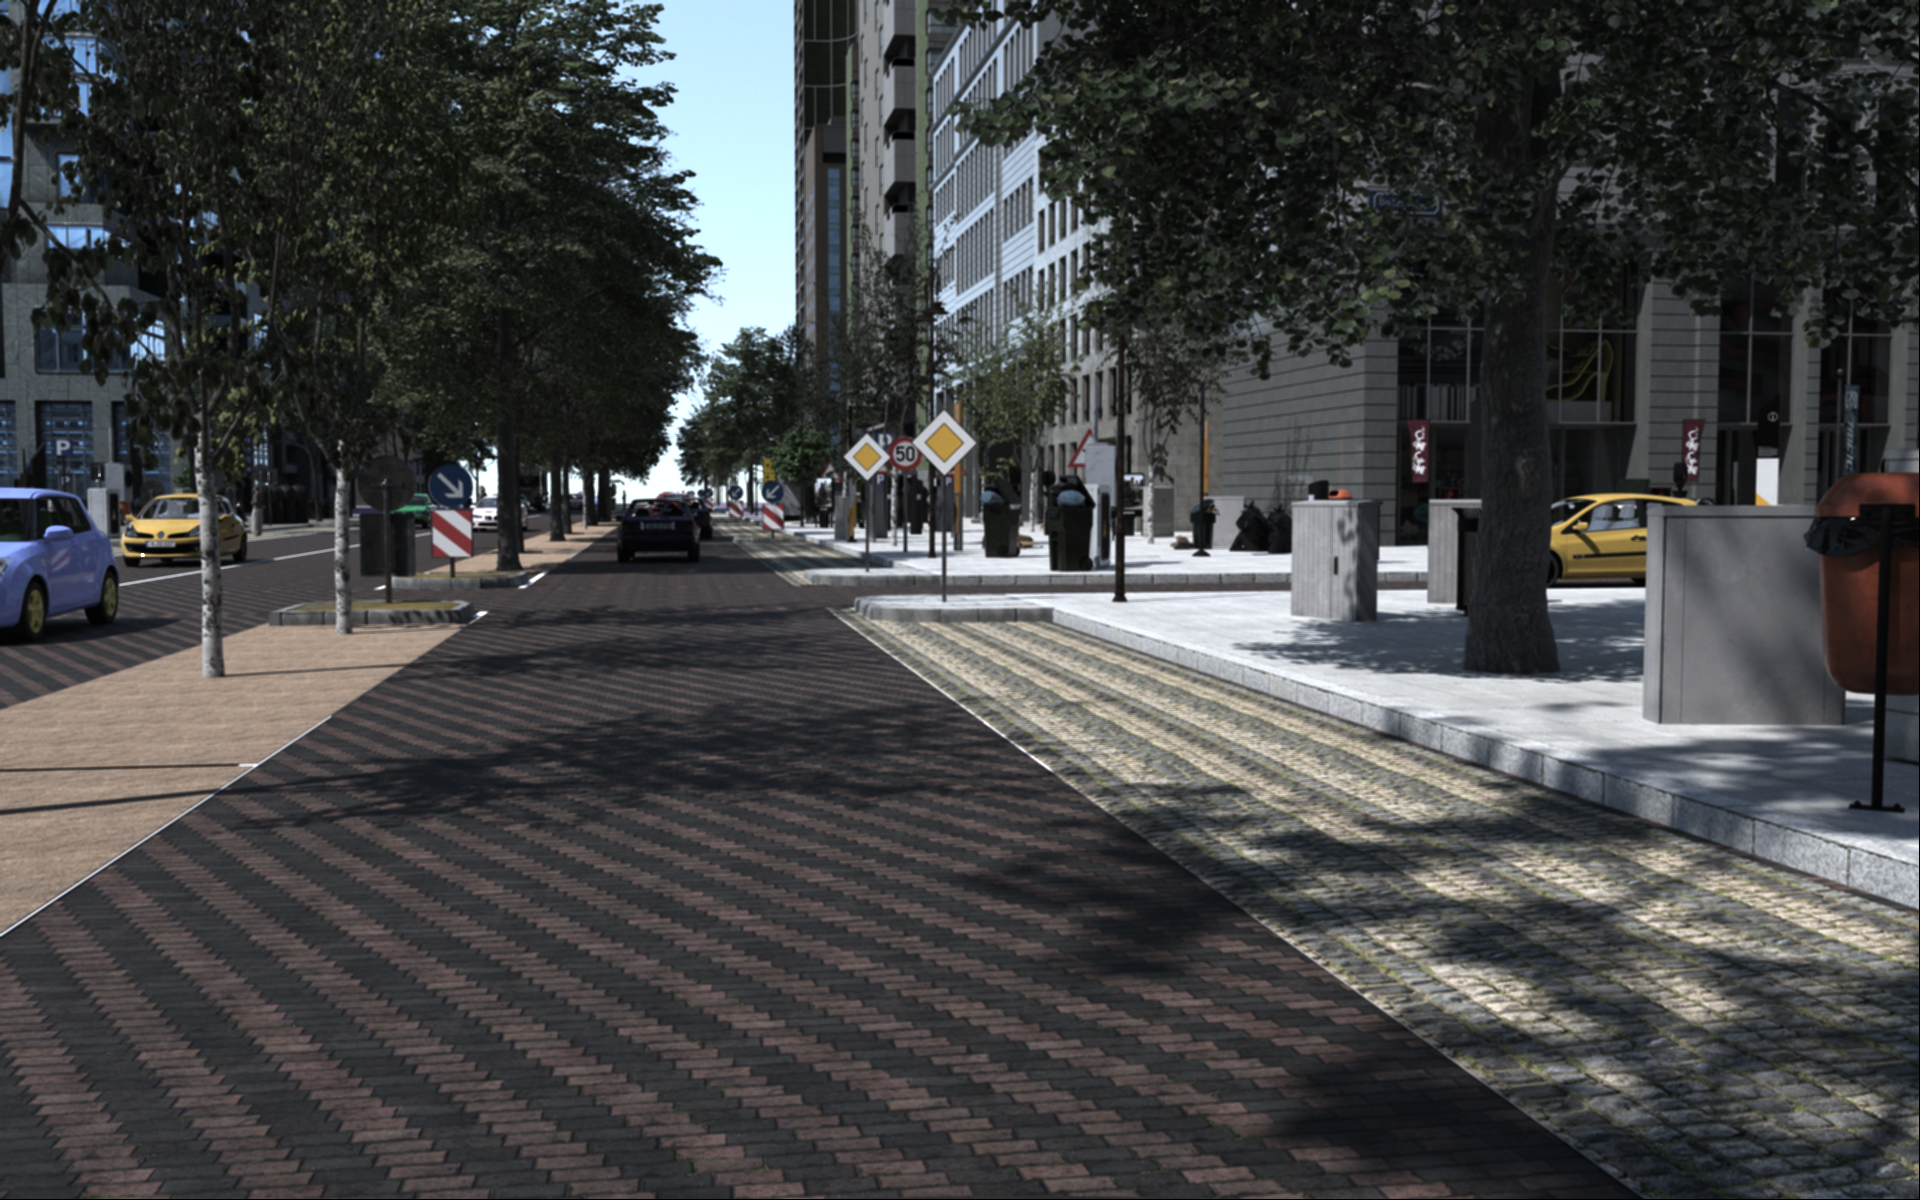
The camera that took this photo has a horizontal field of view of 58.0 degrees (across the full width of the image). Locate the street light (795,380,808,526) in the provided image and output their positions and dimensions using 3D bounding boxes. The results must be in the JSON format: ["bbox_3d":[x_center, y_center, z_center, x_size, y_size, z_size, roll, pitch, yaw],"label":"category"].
[{"bbox_3d":[-6.266,-5.858,68.563,0.468,5.910,1.993,-1,4,-10],"label":"street light"}]

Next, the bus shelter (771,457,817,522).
[{"bbox_3d":[-7.558,-5.249,79.739,2.014,3.302,5.546,-1,4,-9],"label":"bus shelter"}]

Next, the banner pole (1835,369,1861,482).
[{"bbox_3d":[17.795,-2.741,34.838,0.863,3.779,0.401,-2,4,-29],"label":"banner pole"}]

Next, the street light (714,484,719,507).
[{"bbox_3d":[-27.098,-13.381,191.563,0.468,5.910,1.993,-1,4,-10],"label":"street light"}]

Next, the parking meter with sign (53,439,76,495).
[{"bbox_3d":[-28.686,-3.636,55.701,0.543,3.016,1.738,-1,4,-20],"label":"parking meter with sign"}]

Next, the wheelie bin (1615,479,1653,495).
[{"bbox_3d":[13.941,-1.713,35.920,0.980,1.594,0.693,3,5,43],"label":"wheelie bin"}]

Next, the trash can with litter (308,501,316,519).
[{"bbox_3d":[-32.958,-4.657,87.526,1.055,1.170,0.624,-3,5,-42],"label":"trash can with litter"}]

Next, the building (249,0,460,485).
[{"bbox_3d":[-78.548,-56.153,230.780,22.319,86.520,31.000,-1,4,-10],"label":"building"}]

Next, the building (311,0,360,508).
[{"bbox_3d":[-59.823,-30.398,147.122,14.600,45.320,14.200,-1,4,-10],"label":"building"}]

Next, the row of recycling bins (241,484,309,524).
[{"bbox_3d":[-29.417,-4.144,74.861,1.069,1.692,3.534,1,4,11],"label":"row of recycling bins"}]

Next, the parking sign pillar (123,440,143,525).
[{"bbox_3d":[-34.630,-5.153,72.722,1.447,3.967,1.447,-2,4,-28],"label":"parking sign pillar"}]

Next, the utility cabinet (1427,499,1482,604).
[{"bbox_3d":[6.024,-0.561,20.330,1.020,1.237,0.306,1,4,15],"label":"utility cabinet"}]

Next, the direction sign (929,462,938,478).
[{"bbox_3d":[-1.129,-5.783,86.543,0.876,3.537,0.379,-2,4,-27],"label":"direction sign"}]

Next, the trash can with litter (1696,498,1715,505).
[{"bbox_3d":[14.285,-1.398,33.915,2.233,1.210,1.678,-3,4,-36],"label":"trash can with litter"}]

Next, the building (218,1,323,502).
[{"bbox_3d":[-58.089,-27.500,133.223,14.154,41.232,14.086,-1,4,-10],"label":"building"}]

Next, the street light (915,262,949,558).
[{"bbox_3d":[-0.561,-3.784,34.662,0.468,5.910,1.993,-1,4,-10],"label":"street light"}]

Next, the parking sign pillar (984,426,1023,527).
[{"bbox_3d":[1.794,-4.909,68.729,1.447,3.967,1.447,0,4,2],"label":"parking sign pillar"}]

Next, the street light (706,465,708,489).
[{"bbox_3d":[-32.940,-15.483,225.941,0.468,5.910,1.993,-1,4,-10],"label":"street light"}]

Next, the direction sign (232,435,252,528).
[{"bbox_3d":[-27.500,-4.549,66.377,0.876,3.537,0.379,1,4,16],"label":"direction sign"}]

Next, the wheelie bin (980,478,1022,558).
[{"bbox_3d":[0.809,-1.662,35.079,0.693,1.594,0.980,2,4,26],"label":"wheelie bin"}]

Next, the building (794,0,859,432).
[{"bbox_3d":[-12.501,-48.011,223.235,20.563,71.187,20.611,-1,4,-10],"label":"building"}]

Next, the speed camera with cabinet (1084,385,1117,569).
[{"bbox_3d":[2.423,-2.225,30.715,0.660,3.252,2.038,1,4,17],"label":"speed camera with cabinet"}]

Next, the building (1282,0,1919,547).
[{"bbox_3d":[23.413,-16.606,49.009,29.804,29.767,11.434,-1,4,-10],"label":"building"}]

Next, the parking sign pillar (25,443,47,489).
[{"bbox_3d":[-48.515,-6.267,90.937,1.447,3.967,1.447,0,4,0],"label":"parking sign pillar"}]

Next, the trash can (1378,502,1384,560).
[{"bbox_3d":[7.493,-1.258,32.218,0.748,1.137,0.748,0,3,0],"label":"trash can"}]

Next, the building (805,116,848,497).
[{"bbox_3d":[-10.931,-34.033,206.556,14.600,45.320,14.200,-1,4,-10],"label":"building"}]

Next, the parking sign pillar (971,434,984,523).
[{"bbox_3d":[1.205,-5.374,76.335,1.447,3.967,1.447,1,4,17],"label":"parking sign pillar"}]

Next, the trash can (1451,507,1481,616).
[{"bbox_3d":[5.546,-0.401,18.218,0.748,1.137,0.748,0,3,0],"label":"trash can"}]

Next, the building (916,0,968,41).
[{"bbox_3d":[3.710,-26.752,120.995,14.154,41.232,14.086,-1,4,-10],"label":"building"}]

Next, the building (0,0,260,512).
[{"bbox_3d":[-57.300,-48.708,109.049,22.319,86.520,31.000,-1,4,-10],"label":"building"}]

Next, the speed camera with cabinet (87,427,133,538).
[{"bbox_3d":[-24.883,-3.449,50.733,0.660,3.252,2.038,0,4,-6],"label":"speed camera with cabinet"}]

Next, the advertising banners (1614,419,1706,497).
[{"bbox_3d":[16.362,-2.711,40.513,2.074,3.025,0.090,0,4,1],"label":"advertising banners"}]

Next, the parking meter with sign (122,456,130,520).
[{"bbox_3d":[-37.933,-5.022,78.366,1.738,3.016,0.543,2,4,26],"label":"parking meter with sign"}]

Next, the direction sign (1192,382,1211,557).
[{"bbox_3d":[4.981,-2.669,35.639,0.379,3.537,0.876,0,4,5],"label":"direction sign"}]

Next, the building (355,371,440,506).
[{"bbox_3d":[-76.277,-21.871,202.632,27.650,21.520,28.899,-1,4,-10],"label":"building"}]

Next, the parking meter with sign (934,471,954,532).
[{"bbox_3d":[-0.486,-3.818,58.686,0.543,3.016,1.738,-1,4,-20],"label":"parking meter with sign"}]

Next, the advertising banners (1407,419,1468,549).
[{"bbox_3d":[11.394,-2.688,40.143,2.074,3.025,0.090,2,4,25],"label":"advertising banners"}]

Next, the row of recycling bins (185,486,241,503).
[{"bbox_3d":[-38.182,-4.974,88.446,3.534,1.692,1.069,1,4,19],"label":"row of recycling bins"}]

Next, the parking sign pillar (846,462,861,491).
[{"bbox_3d":[-5.762,-6.699,97.993,1.447,3.967,1.447,1,4,16],"label":"parking sign pillar"}]

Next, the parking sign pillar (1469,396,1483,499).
[{"bbox_3d":[13.170,-3.239,41.424,1.447,3.967,1.447,-1,4,-16],"label":"parking sign pillar"}]

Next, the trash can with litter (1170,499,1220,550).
[{"bbox_3d":[5.452,-1.762,40.193,1.055,1.170,0.624,-1,4,-22],"label":"trash can with litter"}]

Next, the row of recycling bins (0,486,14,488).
[{"bbox_3d":[-50.582,-5.208,92.265,1.069,1.692,3.534,0,4,2],"label":"row of recycling bins"}]

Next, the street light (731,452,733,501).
[{"bbox_3d":[-18.870,-10.408,142.960,0.468,5.910,1.993,-1,4,-10],"label":"street light"}]

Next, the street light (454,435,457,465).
[{"bbox_3d":[-39.179,-9.899,134.637,0.468,5.910,1.993,-1,4,-10],"label":"street light"}]

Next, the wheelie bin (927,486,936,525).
[{"bbox_3d":[-0.814,-3.715,68.641,0.980,1.594,0.693,-3,4,-37],"label":"wheelie bin"}]

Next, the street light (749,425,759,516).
[{"bbox_3d":[-13.163,-8.344,109.217,0.468,5.910,1.993,-1,4,-10],"label":"street light"}]

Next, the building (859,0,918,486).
[{"bbox_3d":[6.514,-33.829,142.343,28.713,52.752,27.495,-1,4,-10],"label":"building"}]

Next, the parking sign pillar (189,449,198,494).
[{"bbox_3d":[-29.989,-4.891,68.435,1.447,3.967,1.447,0,4,-5],"label":"parking sign pillar"}]

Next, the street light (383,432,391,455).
[{"bbox_3d":[-33.414,-7.833,100.861,0.468,5.910,1.993,-1,4,-10],"label":"street light"}]

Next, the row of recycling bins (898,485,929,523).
[{"bbox_3d":[-2.460,-4.340,78.076,1.069,1.692,3.534,-2,4,-26],"label":"row of recycling bins"}]

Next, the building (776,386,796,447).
[{"bbox_3d":[-12.160,-24.760,249.868,27.650,21.520,28.899,-1,4,-10],"label":"building"}]

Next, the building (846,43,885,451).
[{"bbox_3d":[-3.761,-29.263,162.046,14.154,41.232,14.086,-1,4,-10],"label":"building"}]

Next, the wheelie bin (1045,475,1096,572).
[{"bbox_3d":[1.827,-1.279,28.815,0.693,1.594,0.980,-2,4,-24],"label":"wheelie bin"}]

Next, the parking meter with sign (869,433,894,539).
[{"bbox_3d":[-2.343,-3.298,50.189,0.543,3.016,1.738,-1,4,-14],"label":"parking meter with sign"}]

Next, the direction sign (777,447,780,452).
[{"bbox_3d":[-8.535,-5.610,83.723,0.876,3.537,0.379,3,5,40],"label":"direction sign"}]

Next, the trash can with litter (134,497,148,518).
[{"bbox_3d":[-29.788,-3.163,63.108,0.624,1.170,1.055,-1,4,-15],"label":"trash can with litter"}]

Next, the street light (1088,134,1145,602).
[{"bbox_3d":[1.906,-2.917,20.482,0.468,5.910,1.993,-1,4,-10],"label":"street light"}]
